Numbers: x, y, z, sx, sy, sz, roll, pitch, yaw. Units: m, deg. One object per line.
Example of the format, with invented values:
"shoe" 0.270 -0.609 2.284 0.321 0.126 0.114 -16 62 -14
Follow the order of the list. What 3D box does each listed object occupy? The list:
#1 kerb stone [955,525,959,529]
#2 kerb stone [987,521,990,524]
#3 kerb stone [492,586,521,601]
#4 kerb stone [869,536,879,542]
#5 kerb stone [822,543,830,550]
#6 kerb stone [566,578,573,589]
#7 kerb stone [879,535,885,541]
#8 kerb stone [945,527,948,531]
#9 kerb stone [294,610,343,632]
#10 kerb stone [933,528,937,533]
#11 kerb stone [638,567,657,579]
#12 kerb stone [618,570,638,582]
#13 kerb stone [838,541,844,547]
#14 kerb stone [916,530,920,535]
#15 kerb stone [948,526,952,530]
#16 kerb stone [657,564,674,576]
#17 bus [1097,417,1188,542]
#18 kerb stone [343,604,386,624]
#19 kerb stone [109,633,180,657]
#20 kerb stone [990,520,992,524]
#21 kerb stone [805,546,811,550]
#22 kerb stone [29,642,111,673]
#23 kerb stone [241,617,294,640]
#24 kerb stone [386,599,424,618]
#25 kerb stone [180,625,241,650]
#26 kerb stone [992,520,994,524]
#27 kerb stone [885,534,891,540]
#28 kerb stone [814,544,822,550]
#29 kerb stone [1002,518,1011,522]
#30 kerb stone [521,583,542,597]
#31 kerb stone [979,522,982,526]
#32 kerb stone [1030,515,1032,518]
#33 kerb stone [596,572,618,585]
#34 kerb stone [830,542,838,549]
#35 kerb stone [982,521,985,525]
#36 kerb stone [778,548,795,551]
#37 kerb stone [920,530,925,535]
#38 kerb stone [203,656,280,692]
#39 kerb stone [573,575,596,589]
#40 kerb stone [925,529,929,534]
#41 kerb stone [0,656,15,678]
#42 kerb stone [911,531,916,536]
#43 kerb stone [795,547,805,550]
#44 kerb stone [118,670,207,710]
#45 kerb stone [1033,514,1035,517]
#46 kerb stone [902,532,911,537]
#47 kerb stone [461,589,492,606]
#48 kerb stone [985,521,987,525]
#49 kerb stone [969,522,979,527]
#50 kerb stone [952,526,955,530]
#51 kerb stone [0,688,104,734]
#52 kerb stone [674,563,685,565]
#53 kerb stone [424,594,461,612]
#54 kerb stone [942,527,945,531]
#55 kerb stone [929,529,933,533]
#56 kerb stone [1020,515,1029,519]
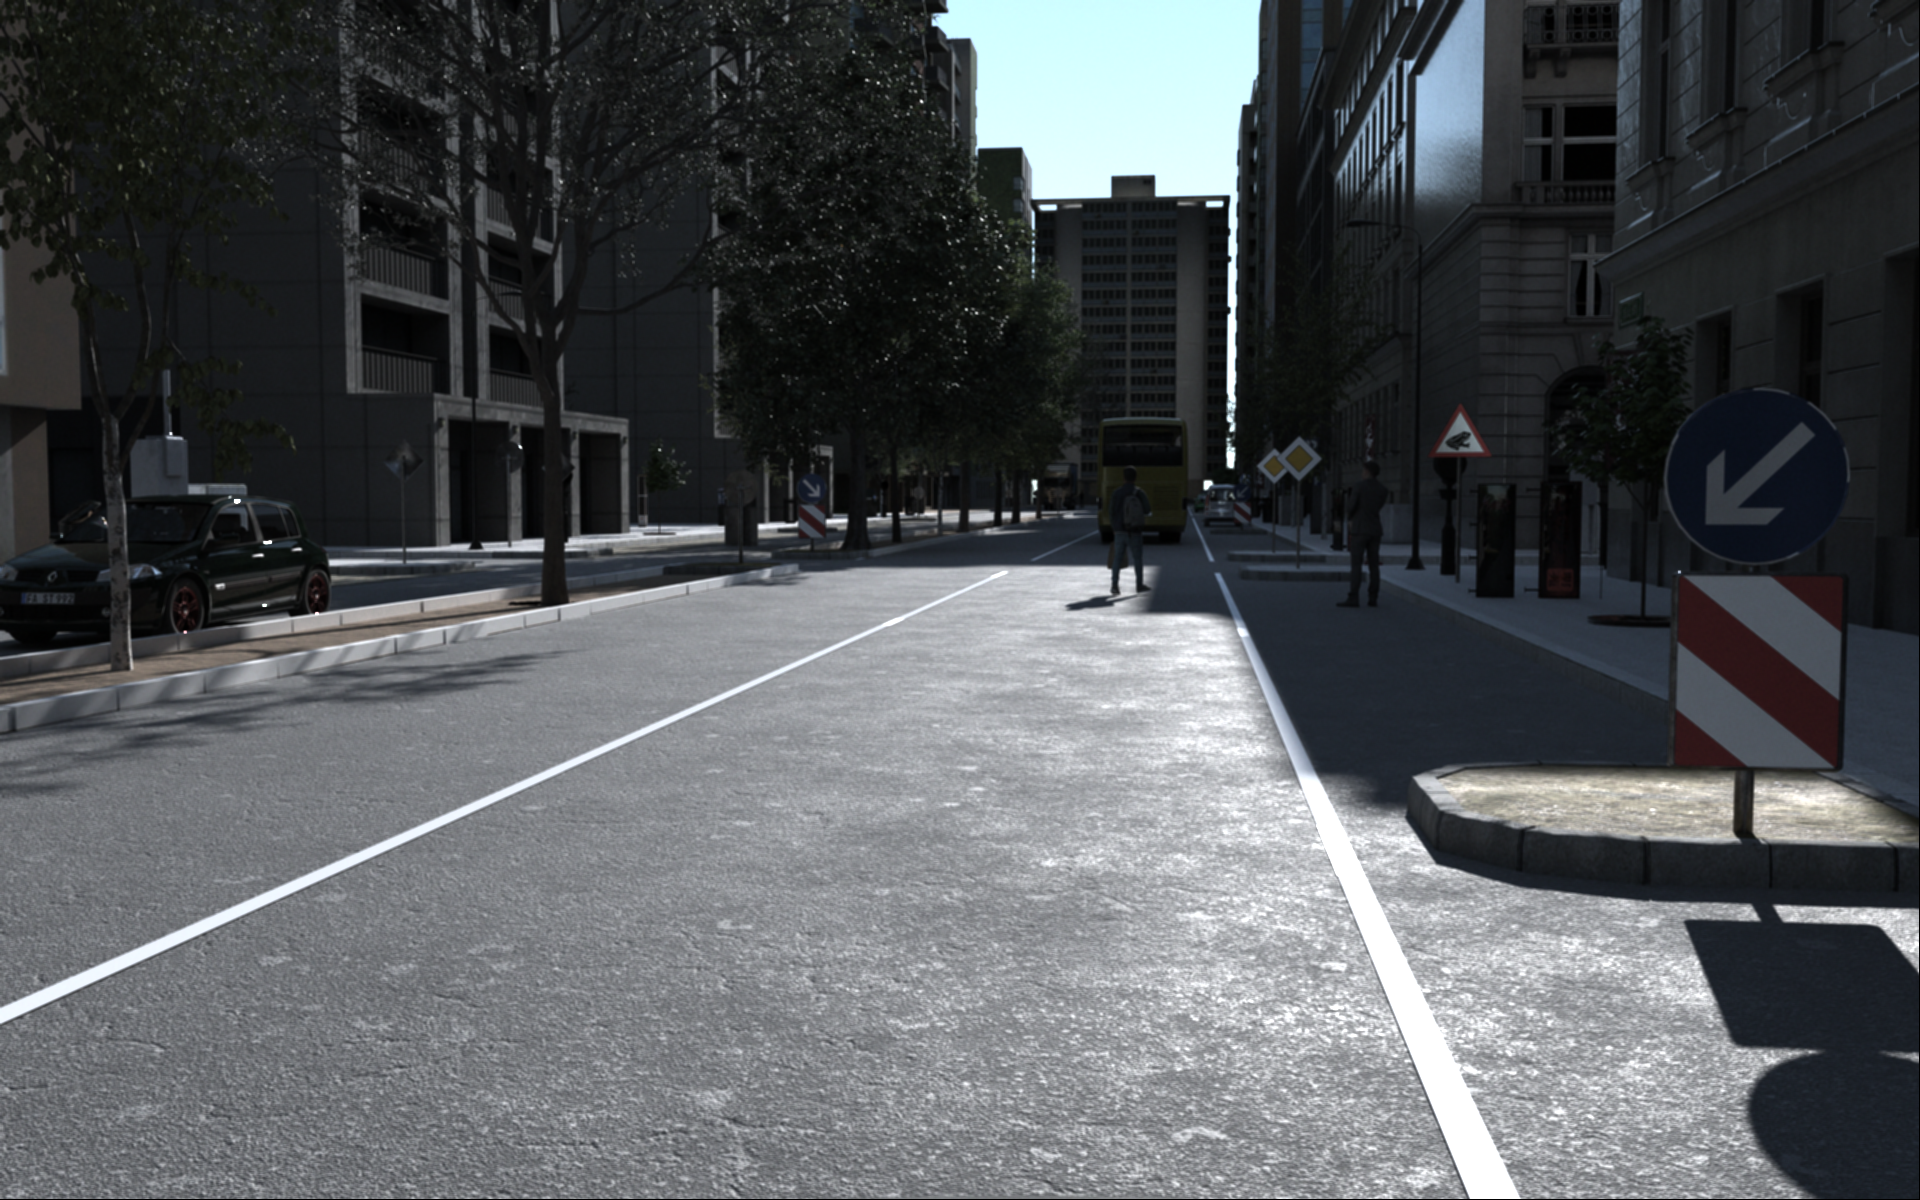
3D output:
"kerb stone" -0.275 -2.907 69.756 0.120 0.150 1.000 0 4 7
"kerb stone" 1.159 -3.593 80.934 0.120 0.150 1.000 0 4 7
"kerb stone" -6.218 -0.076 23.443 0.120 0.150 1.000 0 4 7
"kerb stone" -2.626 -1.786 51.424 0.120 0.150 1.000 0 4 7
"kerb stone" -3.542 -1.347 44.305 0.120 0.150 1.000 0 4 7
"kerb stone" -5.960 -0.200 25.475 0.120 0.150 1.000 0 4 7
"kerb stone" -2.487 -1.847 52.445 0.120 0.150 1.000 0 4 7
"kerb stone" -0.670 -2.720 66.704 0.120 0.150 1.000 0 4 7
"kerb stone" -6.869 0.236 18.362 0.120 0.150 1.000 0 4 7
"kerb stone" -1.062 -2.530 63.649 0.120 0.150 1.000 0 4 7
"kerb stone" -5.427 -0.445 29.547 0.120 0.150 1.000 0 4 7
"kerb stone" -5.557 -0.388 28.533 0.120 0.150 1.000 0 4 7
"kerb stone" -3.281 -1.477 46.338 0.120 0.150 1.000 0 4 7
"kerb stone" -1.589 -2.286 59.568 0.120 0.150 1.000 0 4 7
"kerb stone" -0.539 -2.784 67.720 0.120 0.150 1.000 0 4 7
"kerb stone" -5.304 -0.512 30.564 0.120 0.150 1.000 0 4 7
"bus" 5.666 -3.845 54.414 2.896 3.916 12.252 0 4 5
"kerb stone" -6.735 0.172 19.384 0.120 0.150 1.000 0 4 7
"kerb stone" -7.257 0.422 15.303 0.120 0.150 1.000 0 4 7
"kerb stone" 1.291 -3.653 81.948 0.120 0.150 1.000 0 4 7
"kerb stone" -3.801 -1.221 42.277 0.120 0.150 1.000 0 4 7
"kerb stone" -7.385 0.484 14.280 0.120 0.150 1.000 0 4 7
"kerb stone" -7.003 0.304 17.342 0.120 0.150 1.000 0 4 7
"kerb stone" -6.613 0.111 20.399 0.120 0.150 1.000 0 4 7
"kerb stone" -7.125 0.361 16.322 0.120 0.150 1.000 0 4 7
"kerb stone" 1.411 -3.715 82.967 0.120 0.150 1.000 0 4 7
"kerb stone" -2.363 -1.908 53.469 0.120 0.150 1.000 0 4 7
"kerb stone" -3.670 -1.288 43.291 0.120 0.150 1.000 0 4 7
"kerb stone" 2.467 -4.214 91.102 0.120 0.150 1.000 0 4 7
"kerb stone" -6.089 -0.137 24.461 0.120 0.150 1.000 0 4 7
"kerb stone" 0.758 -3.405 77.886 0.120 0.150 1.000 0 4 7
"kerb stone" 4.026 -4.958 103.279 0.120 0.150 1.000 0 4 7
"kerb stone" -5.689 -0.326 27.520 0.120 0.150 1.000 0 4 7
"kerb stone" -3.410 -1.414 45.319 0.120 0.150 1.000 0 4 7
"kerb stone" 0.898 -3.466 78.899 0.120 0.150 1.000 0 4 7
"kerb stone" -4.052 -1.102 40.238 0.120 0.150 1.000 0 4 7
"kerb stone" -1.444 -2.348 60.584 0.120 0.150 1.000 0 4 7
"kerb stone" -5.433 0.563 12.988 0.120 0.150 1.000 0 4 7
"kerb stone" -5.828 -0.263 26.498 0.120 0.150 1.000 0 4 7
"kerb stone" -1.314 -2.407 61.605 0.120 0.150 1.000 0 4 7
"kerb stone" -7.519 0.548 13.267 0.120 0.150 1.000 0 4 7
"kerb stone" -1.710 -2.224 58.553 0.120 0.150 1.000 0 4 7
"kerb stone" -3.931 -1.166 41.253 0.120 0.150 1.000 0 4 7
"kerb stone" -5.563 0.625 11.974 0.120 0.150 1.000 0 4 7
"kerb stone" 4.288 -5.080 105.316 0.120 0.150 1.000 0 4 7
"kerb stone" -1.836 -2.162 57.539 0.120 0.150 1.000 0 4 7
"kerb stone" -6.346 -0.012 22.429 0.120 0.150 1.000 0 4 7
"kerb stone" 1.029 -3.526 79.913 0.120 0.150 1.000 0 4 7
"kerb stone" 0.635 -3.344 76.871 0.120 0.150 1.000 0 4 7
"kerb stone" -0.408 -2.838 68.739 0.120 0.150 1.000 0 4 7
"kerb stone" -5.695 0.687 10.961 0.120 0.150 1.000 0 4 7
"kerb stone" -5.172 -0.575 31.591 0.120 0.150 1.000 0 4 7
"kerb stone" -6.472 0.048 21.411 0.120 0.150 1.000 0 4 7
"kerb stone" -0.803 -2.660 65.681 0.120 0.150 1.000 0 4 7
"kerb stone" -1.192 -2.464 62.621 0.120 0.150 1.000 0 4 7
"kerb stone" 3.770 -4.835 101.244 0.120 0.150 1.000 0 4 7
